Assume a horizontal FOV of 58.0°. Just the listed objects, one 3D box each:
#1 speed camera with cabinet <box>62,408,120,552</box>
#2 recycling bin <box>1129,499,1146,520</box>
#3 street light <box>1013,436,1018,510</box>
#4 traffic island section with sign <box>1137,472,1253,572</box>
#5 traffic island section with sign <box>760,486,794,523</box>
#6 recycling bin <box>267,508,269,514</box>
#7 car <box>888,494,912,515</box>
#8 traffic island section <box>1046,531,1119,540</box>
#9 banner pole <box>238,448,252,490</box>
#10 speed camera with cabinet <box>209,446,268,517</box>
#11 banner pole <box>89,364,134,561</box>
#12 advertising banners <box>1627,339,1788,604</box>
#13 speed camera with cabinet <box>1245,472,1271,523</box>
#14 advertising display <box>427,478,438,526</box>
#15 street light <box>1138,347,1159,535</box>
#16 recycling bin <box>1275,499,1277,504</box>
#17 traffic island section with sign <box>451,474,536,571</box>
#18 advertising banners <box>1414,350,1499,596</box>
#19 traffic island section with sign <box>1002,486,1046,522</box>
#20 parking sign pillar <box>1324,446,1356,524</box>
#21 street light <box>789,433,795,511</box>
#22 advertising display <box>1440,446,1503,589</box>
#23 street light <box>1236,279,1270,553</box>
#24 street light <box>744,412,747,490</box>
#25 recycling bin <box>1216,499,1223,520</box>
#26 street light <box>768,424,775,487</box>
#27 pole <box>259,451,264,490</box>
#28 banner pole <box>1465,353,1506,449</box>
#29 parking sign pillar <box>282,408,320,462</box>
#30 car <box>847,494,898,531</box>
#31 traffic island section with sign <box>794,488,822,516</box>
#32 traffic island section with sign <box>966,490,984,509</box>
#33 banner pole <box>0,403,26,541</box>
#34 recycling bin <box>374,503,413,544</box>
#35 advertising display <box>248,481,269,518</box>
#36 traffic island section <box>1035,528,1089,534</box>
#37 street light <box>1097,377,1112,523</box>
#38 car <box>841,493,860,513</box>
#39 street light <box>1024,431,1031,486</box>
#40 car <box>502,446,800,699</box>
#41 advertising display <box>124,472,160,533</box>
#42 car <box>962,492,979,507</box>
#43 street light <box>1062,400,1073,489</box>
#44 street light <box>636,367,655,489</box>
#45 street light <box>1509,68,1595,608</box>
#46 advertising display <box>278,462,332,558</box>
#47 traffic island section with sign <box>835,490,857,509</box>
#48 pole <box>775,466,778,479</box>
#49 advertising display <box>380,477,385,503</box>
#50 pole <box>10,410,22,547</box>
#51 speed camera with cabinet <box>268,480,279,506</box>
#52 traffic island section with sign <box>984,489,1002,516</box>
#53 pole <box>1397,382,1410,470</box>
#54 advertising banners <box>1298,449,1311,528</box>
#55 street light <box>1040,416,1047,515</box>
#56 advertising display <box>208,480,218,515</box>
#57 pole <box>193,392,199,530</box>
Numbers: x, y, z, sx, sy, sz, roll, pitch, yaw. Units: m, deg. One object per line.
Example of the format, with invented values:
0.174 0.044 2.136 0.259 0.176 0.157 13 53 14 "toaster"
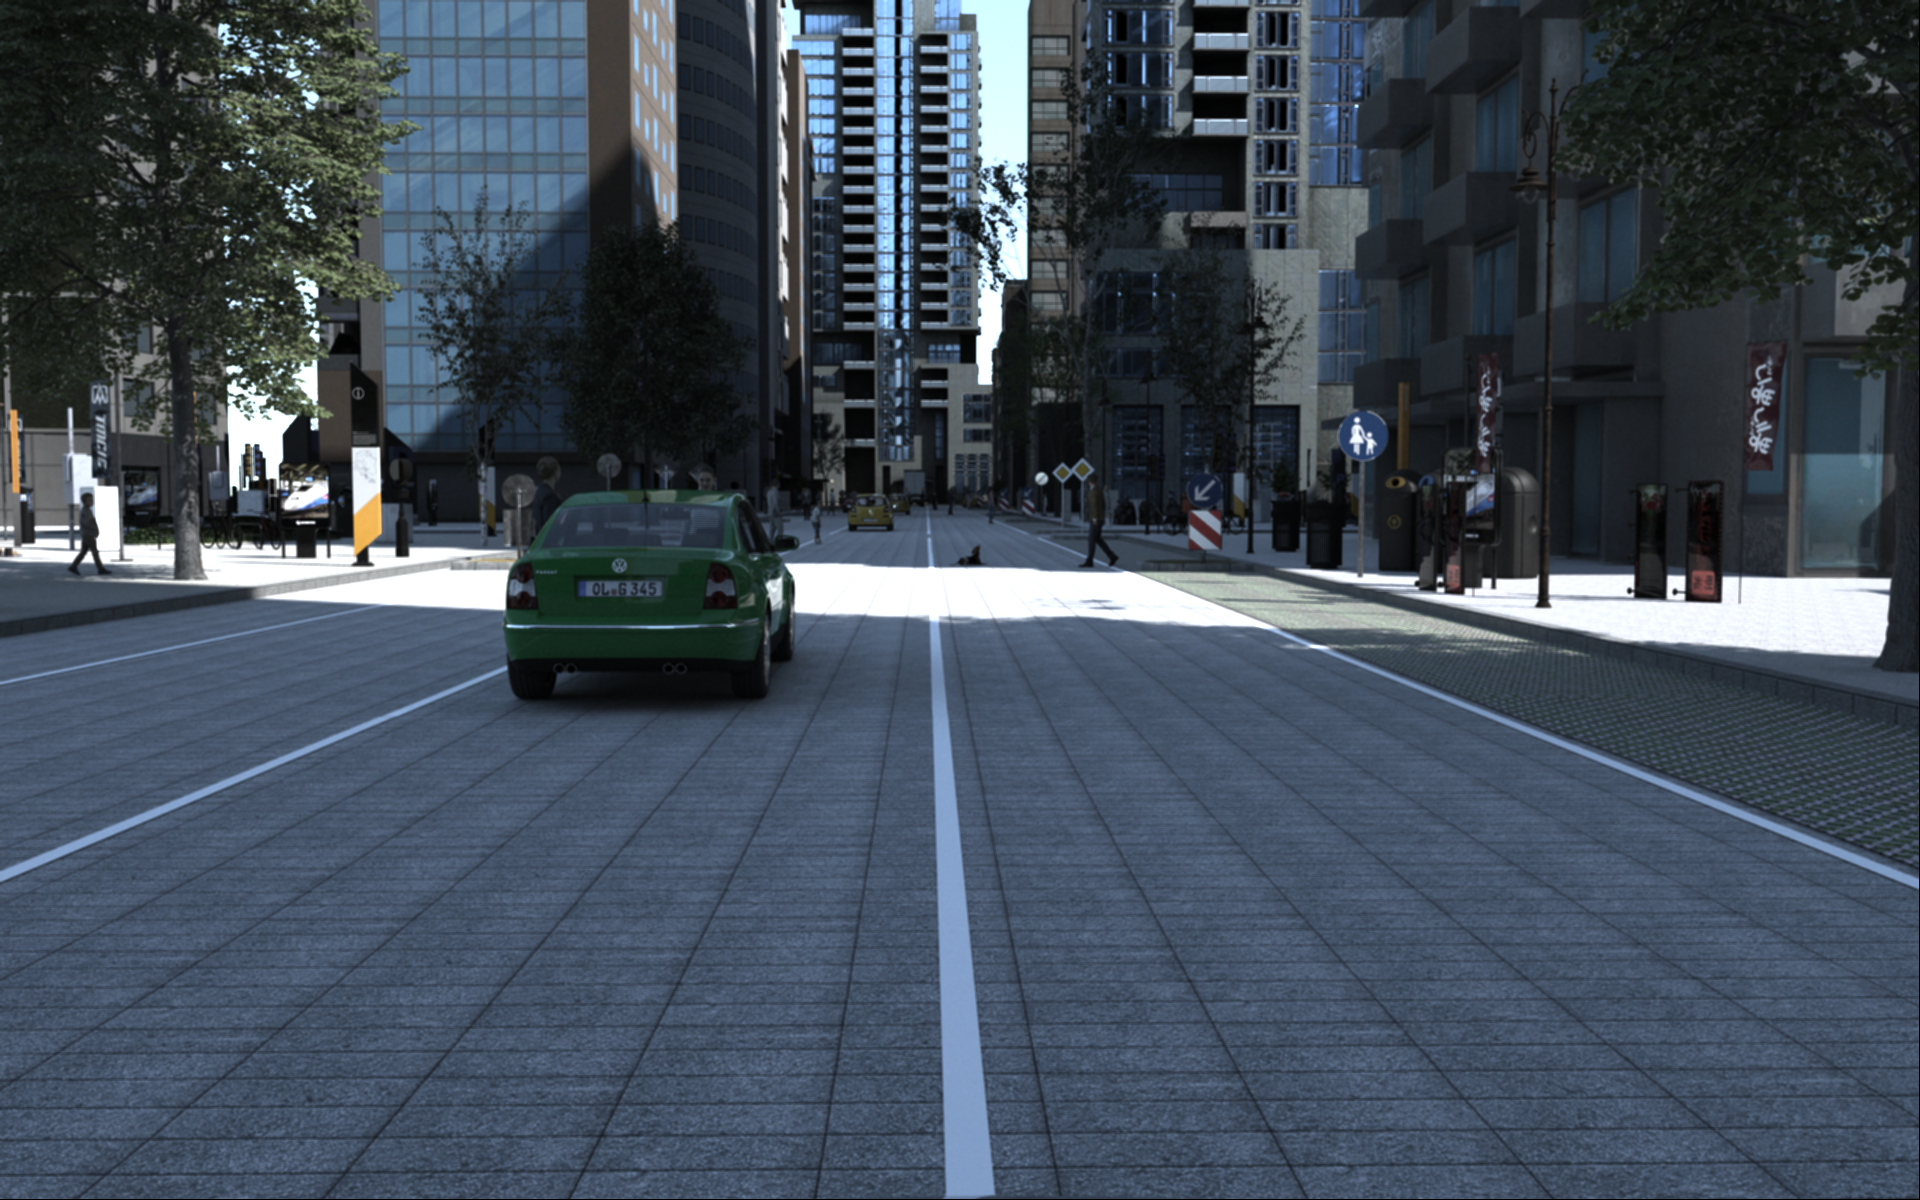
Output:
-19.750 -2.755 39.377 2.038 3.252 0.660 3 5 45 "speed camera with cabinet"
8.900 -4.527 86.576 0.722 1.027 0.722 -2 4 -25 "recycling bin"
4.412 -10.074 137.492 0.468 5.910 1.993 0 4 -1 "street light"
4.372 -1.465 32.579 1.989 1.847 2.006 0 4 -1 "traffic island section with sign"
-9.618 -4.841 87.781 1.989 1.847 2.006 0 4 -1 "traffic island section with sign"
-44.688 -6.079 111.951 0.722 1.027 0.722 -1 4 -9 "recycling bin"
-4.335 -6.717 120.053 2.015 1.641 3.980 0 4 0 "car"
3.929 -2.005 55.062 2.009 0.180 2.903 0 4 -1 "traffic island section"
-39.215 -6.406 94.757 0.401 3.779 0.863 0 4 2 "banner pole"
-29.730 -4.703 71.237 2.038 3.252 0.660 -1 4 -14 "speed camera with cabinet"
-16.287 -2.638 33.145 0.863 3.779 0.401 1 4 15 "banner pole"
8.831 -1.490 20.544 0.090 3.025 2.074 -2 4 -29 "advertising banners"
13.146 -5.061 77.082 0.660 3.252 2.038 3 4 37 "speed camera with cabinet"
-21.182 -3.933 69.515 0.123 1.923 0.974 0 4 1 "advertising display"
5.926 -5.005 54.622 0.468 5.910 1.993 0 4 -1 "street light"
18.279 -5.247 98.348 0.722 1.027 0.722 1 4 17 "recycling bin"
-8.568 -1.514 33.389 1.989 1.847 2.006 0 4 -1 "traffic island section with sign"
6.351 -1.590 22.192 0.090 3.025 2.074 -1 4 -11 "advertising banners"
3.296 -4.840 87.763 1.989 1.847 2.006 0 4 -1 "traffic island section with sign"
16.094 -5.207 73.603 1.447 3.967 1.447 0 4 5 "parking sign pillar"
-12.819 -9.723 131.752 0.468 5.910 1.993 0 4 -1 "street light"
6.991 -1.132 23.720 0.123 1.923 0.974 -2 4 -33 "advertising display"
6.302 -3.953 37.415 0.468 5.910 1.993 0 4 -1 "street light"
-12.141 -7.645 97.781 0.468 5.910 1.993 0 4 -1 "street light"
12.680 -4.469 85.618 0.722 1.027 0.722 0 4 -3 "recycling bin"
-12.484 -8.684 114.767 0.468 5.910 1.993 0 4 -1 "street light"
-32.974 -5.378 81.773 0.158 3.312 0.155 0 3 0 "pole"
9.245 -2.495 30.816 0.863 3.779 0.401 2 4 30 "banner pole"
-19.966 -3.916 52.497 1.447 3.967 1.447 2 4 35 "parking sign pillar"
-3.472 -3.536 68.031 2.015 1.641 3.980 0 4 -1 "car"
-10.140 -6.490 114.731 1.989 1.847 2.006 0 4 -1 "traffic island section with sign"
1.801 -9.551 164.781 1.989 1.847 2.006 0 4 -1 "traffic island section with sign"
-26.069 -3.522 47.610 0.863 3.779 0.401 0 4 4 "banner pole"
-14.746 -1.993 45.133 0.722 1.027 0.722 1 4 11 "recycling bin"
-34.109 -4.838 84.309 0.974 1.923 0.123 -2 4 -25 "advertising display"
3.774 -2.493 63.045 2.009 0.180 2.903 0 4 -1 "traffic island section"
5.693 -5.850 68.438 0.468 5.910 1.993 0 4 -1 "street light"
-8.067 -7.629 133.777 2.155 1.783 4.494 0 4 0 "car"
4.727 -9.035 120.506 0.468 5.910 1.993 0 4 -1 "street light"
-2.273 -0.287 13.493 1.959 1.807 4.718 0 4 -2 "car"
-24.478 -2.852 51.847 0.974 1.923 0.123 0 4 -6 "advertising display"
1.193 -10.692 185.039 2.015 1.641 3.980 0 4 -1 "car"
5.283 -6.889 85.422 0.468 5.910 1.993 0 4 -1 "street light"
-11.429 -5.526 63.141 0.468 5.910 1.993 0 4 -1 "street light"
6.594 -2.851 19.401 0.468 5.910 1.993 0 4 -1 "street light"
-13.083 -1.798 34.619 0.974 1.923 0.123 -1 4 -15 "advertising display"
-11.110 -9.536 164.541 1.989 1.847 2.006 0 4 -1 "traffic island section with sign"
-13.115 -7.955 123.903 0.158 3.312 0.155 0 3 0 "pole"
-22.419 -3.749 66.510 0.123 1.923 0.974 1 4 15 "advertising display"
-22.931 -2.949 42.063 0.158 3.312 0.155 0 3 0 "pole"
-42.100 -6.831 106.020 0.660 3.252 2.038 2 4 31 "speed camera with cabinet"
2.771 -6.501 114.914 1.989 1.847 2.006 0 4 -1 "traffic island section with sign"
8.119 -2.318 31.743 0.158 3.312 0.155 0 3 0 "pole"
13.221 -4.298 66.458 0.090 3.025 2.074 2 4 23 "advertising banners"
4.980 -7.928 102.408 0.468 5.910 1.993 0 4 -1 "street light"
-32.968 -4.358 76.474 0.123 1.923 0.974 0 4 -7 "advertising display"
-15.348 -2.493 34.607 0.158 3.312 0.155 0 3 0 "pole"
